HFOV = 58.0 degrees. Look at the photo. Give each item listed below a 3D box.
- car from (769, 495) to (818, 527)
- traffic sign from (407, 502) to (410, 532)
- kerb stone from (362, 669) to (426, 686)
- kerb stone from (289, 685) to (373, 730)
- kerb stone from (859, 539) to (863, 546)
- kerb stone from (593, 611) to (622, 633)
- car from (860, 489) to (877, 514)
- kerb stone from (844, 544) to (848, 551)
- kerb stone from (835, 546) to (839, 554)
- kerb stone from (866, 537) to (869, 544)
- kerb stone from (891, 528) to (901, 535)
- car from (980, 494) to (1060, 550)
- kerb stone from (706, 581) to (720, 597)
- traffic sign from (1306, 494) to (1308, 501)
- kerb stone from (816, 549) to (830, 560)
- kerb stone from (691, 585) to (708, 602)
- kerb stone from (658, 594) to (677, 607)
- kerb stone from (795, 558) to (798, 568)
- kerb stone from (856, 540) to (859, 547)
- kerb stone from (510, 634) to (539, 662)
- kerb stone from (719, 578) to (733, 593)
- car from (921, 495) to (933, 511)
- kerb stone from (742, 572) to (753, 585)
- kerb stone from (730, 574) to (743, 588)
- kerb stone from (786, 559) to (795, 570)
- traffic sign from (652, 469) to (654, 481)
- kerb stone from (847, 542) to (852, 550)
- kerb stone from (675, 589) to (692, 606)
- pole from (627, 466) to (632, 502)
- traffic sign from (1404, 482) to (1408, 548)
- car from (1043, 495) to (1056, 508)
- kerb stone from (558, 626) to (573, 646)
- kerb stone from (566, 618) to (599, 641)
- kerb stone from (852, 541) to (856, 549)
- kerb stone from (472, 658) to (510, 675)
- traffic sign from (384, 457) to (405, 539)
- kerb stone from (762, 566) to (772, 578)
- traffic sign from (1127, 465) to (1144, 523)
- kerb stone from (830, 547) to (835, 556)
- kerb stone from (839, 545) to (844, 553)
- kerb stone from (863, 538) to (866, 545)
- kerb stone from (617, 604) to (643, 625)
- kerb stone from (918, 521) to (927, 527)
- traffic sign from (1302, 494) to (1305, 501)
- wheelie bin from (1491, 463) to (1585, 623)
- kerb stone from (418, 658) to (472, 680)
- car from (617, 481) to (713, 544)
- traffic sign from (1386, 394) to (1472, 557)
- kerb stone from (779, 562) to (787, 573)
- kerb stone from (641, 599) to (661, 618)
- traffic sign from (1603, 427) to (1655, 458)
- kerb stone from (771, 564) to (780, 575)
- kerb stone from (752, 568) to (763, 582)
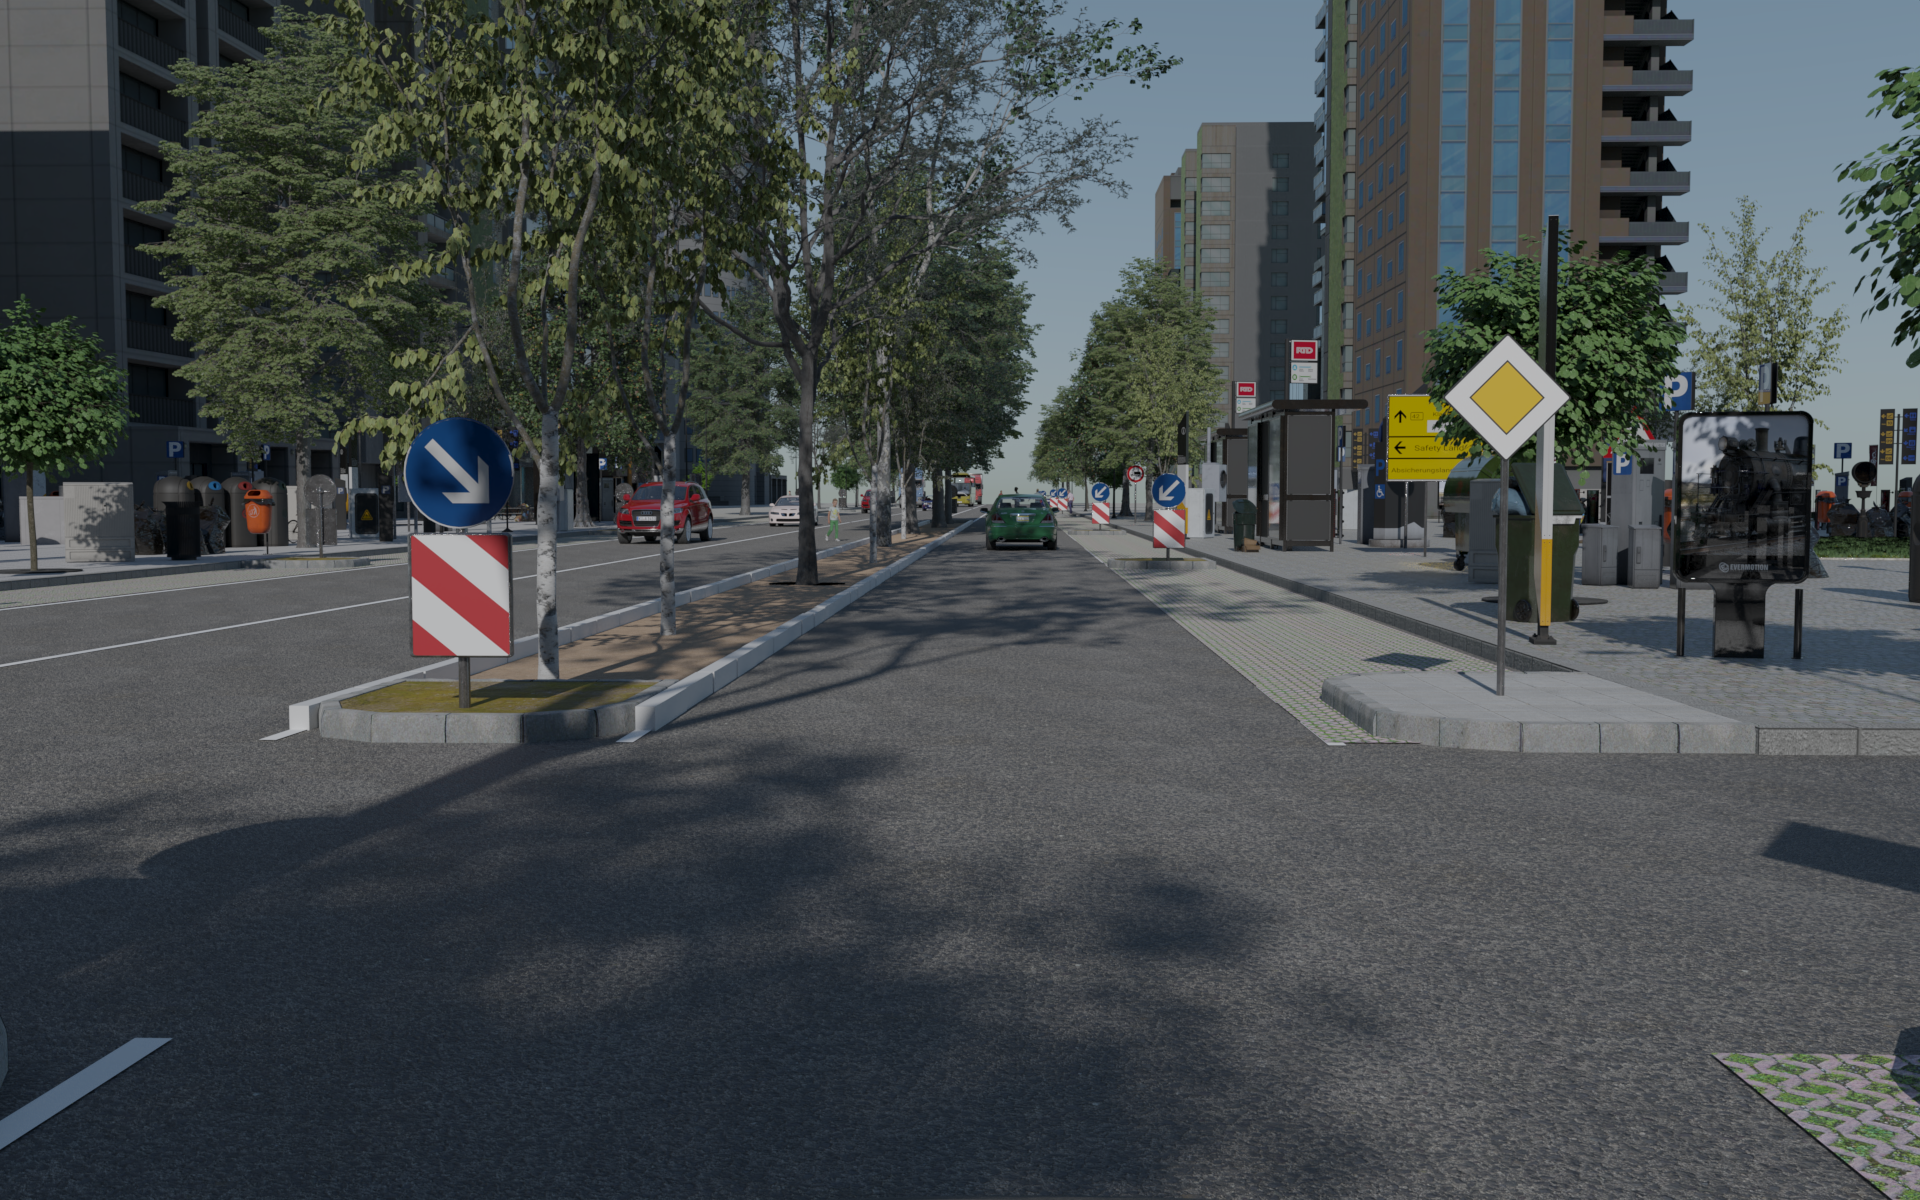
[{"bbox_3d":[-7.432,-3.996,77.695,2.083,1.381,4.827,0,4,1],"label":"car"},{"bbox_3d":[-18.747,-3.593,58.849,0.768,2.556,0.104,0,4,6],"label":"traffic sign"},{"bbox_3d":[-3.953,0.622,12.022,0.120,0.150,1.000,0,4,2],"label":"kerb stone"},{"bbox_3d":[-3.989,0.685,10.997,0.120,0.150,1.000,0,4,2],"label":"kerb stone"},{"bbox_3d":[-2.797,-1.505,46.852,0.120,0.150,1.000,0,4,2],"label":"kerb stone"},{"bbox_3d":[-3.746,0.246,18.171,0.120,0.150,1.000,0,4,2],"label":"kerb stone"},{"bbox_3d":[-6.245,-7.357,128.953,2.281,1.827,5.304,0,4,0],"label":"car"},{"bbox_3d":[-2.935,-1.253,42.757,0.120,0.150,1.000,0,4,2],"label":"kerb stone"},{"bbox_3d":[-3.009,-1.132,40.707,0.120,0.150,1.000,0,4,2],"label":"kerb stone"},{"bbox_3d":[-2.729,-1.633,48.895,0.120,0.150,1.000,0,4,2],"label":"kerb stone"},{"bbox_3d":[-2.292,-2.448,62.216,0.120,0.150,1.000,0,4,2],"label":"kerb stone"},{"bbox_3d":[1.592,-2.075,45.717,2.131,1.459,4.920,0,4,0],"label":"car"},{"bbox_3d":[-3.544,-0.126,24.299,0.120,0.150,1.000,0,4,2],"label":"kerb stone"},{"bbox_3d":[9.559,-2.790,47.751,0.606,2.300,0.079,1,4,10],"label":"traffic sign"},{"bbox_3d":[-3.071,-1.007,38.662,0.120,0.150,1.000,0,4,2],"label":"kerb stone"},{"bbox_3d":[-3.577,-0.066,23.278,0.120,0.150,1.000,0,4,2],"label":"kerb stone"},{"bbox_3d":[-3.654,0.059,21.235,0.120,0.150,1.000,0,4,2],"label":"kerb stone"},{"bbox_3d":[-3.236,-0.693,33.526,0.120,0.150,1.000,0,4,2],"label":"kerb stone"},{"bbox_3d":[-2.836,-1.446,45.830,0.120,0.150,1.000,0,4,2],"label":"kerb stone"},{"bbox_3d":[-3.855,0.434,15.104,0.120,0.150,1.000,0,4,2],"label":"kerb stone"},{"bbox_3d":[-3.505,-0.187,25.321,0.120,0.150,1.000,0,4,2],"label":"kerb stone"},{"bbox_3d":[-2.302,-8.244,147.368,1.945,1.354,3.894,0,4,2],"label":"car"},{"bbox_3d":[-3.447,-0.317,27.378,0.120,0.150,1.000,0,4,2],"label":"kerb stone"},{"bbox_3d":[-3.478,-0.254,26.355,0.120,0.150,1.000,0,4,2],"label":"kerb stone"},{"bbox_3d":[-3.270,-0.631,32.504,0.120,0.150,1.000,0,4,2],"label":"kerb stone"},{"bbox_3d":[-15.161,-5.176,84.730,0.768,2.556,0.104,0,4,5],"label":"traffic sign"},{"bbox_3d":[-2.907,-1.319,43.780,0.120,0.150,1.000,0,4,2],"label":"kerb stone"},{"bbox_3d":[-3.625,-0.004,22.257,0.120,0.150,1.000,0,4,2],"label":"kerb stone"},{"bbox_3d":[-14.602,-5.059,76.565,0.158,3.312,0.155,0,3,0],"label":"pole"},{"bbox_3d":[10.523,-2.491,40.832,0.768,2.556,0.104,1,4,10],"label":"traffic sign"},{"bbox_3d":[8.725,-9.751,172.002,1.945,1.354,3.894,0,4,3],"label":"car"},{"bbox_3d":[-3.815,0.374,16.126,0.120,0.150,1.000,0,4,2],"label":"kerb stone"},{"bbox_3d":[-3.778,0.310,17.149,0.120,0.150,1.000,0,4,2],"label":"kerb stone"},{"bbox_3d":[-2.870,-1.383,44.808,0.120,0.150,1.000,0,4,2],"label":"kerb stone"},{"bbox_3d":[-3.888,0.498,14.082,0.120,0.150,1.000,0,4,2],"label":"kerb stone"},{"bbox_3d":[-16.020,-2.993,49.036,0.768,2.556,0.104,1,4,10],"label":"traffic sign"},{"bbox_3d":[-3.376,-0.443,29.437,0.120,0.150,1.000,0,4,2],"label":"kerb stone"},{"bbox_3d":[7.707,-4.645,76.054,0.768,2.556,0.104,0,4,5],"label":"traffic sign"},{"bbox_3d":[-3.031,-1.070,39.685,0.120,0.150,1.000,0,4,2],"label":"kerb stone"},{"bbox_3d":[-2.974,-1.190,41.728,0.120,0.150,1.000,0,4,2],"label":"kerb stone"},{"bbox_3d":[-2.765,-1.570,47.873,0.120,0.150,1.000,0,4,2],"label":"kerb stone"},{"bbox_3d":[-3.714,0.184,19.192,0.120,0.150,1.000,0,4,2],"label":"kerb stone"},{"bbox_3d":[-1.716,-3.514,79.646,0.120,0.150,1.000,0,4,2],"label":"kerb stone"},{"bbox_3d":[9.687,-2.982,48.864,0.768,2.556,0.104,0,4,2],"label":"traffic sign"},{"bbox_3d":[5.796,-0.587,17.500,0.980,1.594,0.693,-1,4,-22],"label":"wheelie bin"},{"bbox_3d":[-3.916,0.560,13.051,0.120,0.150,1.000,0,4,2],"label":"kerb stone"},{"bbox_3d":[-8.693,-2.612,51.376,2.281,1.827,5.304,0,4,3],"label":"car"},{"bbox_3d":[9.805,-2.526,35.178,2.265,3.308,0.079,0,4,7],"label":"traffic sign"},{"bbox_3d":[-3.312,-0.568,31.480,0.120,0.150,1.000,0,4,2],"label":"kerb stone"},{"bbox_3d":[-3.687,0.122,20.214,0.120,0.150,1.000,0,4,2],"label":"kerb stone"},{"bbox_3d":[9.891,-1.559,25.494,0.884,2.594,0.081,0,4,2],"label":"traffic sign"},{"bbox_3d":[-3.337,-0.505,30.458,0.120,0.150,1.000,0,4,2],"label":"kerb stone"},{"bbox_3d":[-3.402,-0.380,28.415,0.120,0.150,1.000,0,4,2],"label":"kerb stone"}]
